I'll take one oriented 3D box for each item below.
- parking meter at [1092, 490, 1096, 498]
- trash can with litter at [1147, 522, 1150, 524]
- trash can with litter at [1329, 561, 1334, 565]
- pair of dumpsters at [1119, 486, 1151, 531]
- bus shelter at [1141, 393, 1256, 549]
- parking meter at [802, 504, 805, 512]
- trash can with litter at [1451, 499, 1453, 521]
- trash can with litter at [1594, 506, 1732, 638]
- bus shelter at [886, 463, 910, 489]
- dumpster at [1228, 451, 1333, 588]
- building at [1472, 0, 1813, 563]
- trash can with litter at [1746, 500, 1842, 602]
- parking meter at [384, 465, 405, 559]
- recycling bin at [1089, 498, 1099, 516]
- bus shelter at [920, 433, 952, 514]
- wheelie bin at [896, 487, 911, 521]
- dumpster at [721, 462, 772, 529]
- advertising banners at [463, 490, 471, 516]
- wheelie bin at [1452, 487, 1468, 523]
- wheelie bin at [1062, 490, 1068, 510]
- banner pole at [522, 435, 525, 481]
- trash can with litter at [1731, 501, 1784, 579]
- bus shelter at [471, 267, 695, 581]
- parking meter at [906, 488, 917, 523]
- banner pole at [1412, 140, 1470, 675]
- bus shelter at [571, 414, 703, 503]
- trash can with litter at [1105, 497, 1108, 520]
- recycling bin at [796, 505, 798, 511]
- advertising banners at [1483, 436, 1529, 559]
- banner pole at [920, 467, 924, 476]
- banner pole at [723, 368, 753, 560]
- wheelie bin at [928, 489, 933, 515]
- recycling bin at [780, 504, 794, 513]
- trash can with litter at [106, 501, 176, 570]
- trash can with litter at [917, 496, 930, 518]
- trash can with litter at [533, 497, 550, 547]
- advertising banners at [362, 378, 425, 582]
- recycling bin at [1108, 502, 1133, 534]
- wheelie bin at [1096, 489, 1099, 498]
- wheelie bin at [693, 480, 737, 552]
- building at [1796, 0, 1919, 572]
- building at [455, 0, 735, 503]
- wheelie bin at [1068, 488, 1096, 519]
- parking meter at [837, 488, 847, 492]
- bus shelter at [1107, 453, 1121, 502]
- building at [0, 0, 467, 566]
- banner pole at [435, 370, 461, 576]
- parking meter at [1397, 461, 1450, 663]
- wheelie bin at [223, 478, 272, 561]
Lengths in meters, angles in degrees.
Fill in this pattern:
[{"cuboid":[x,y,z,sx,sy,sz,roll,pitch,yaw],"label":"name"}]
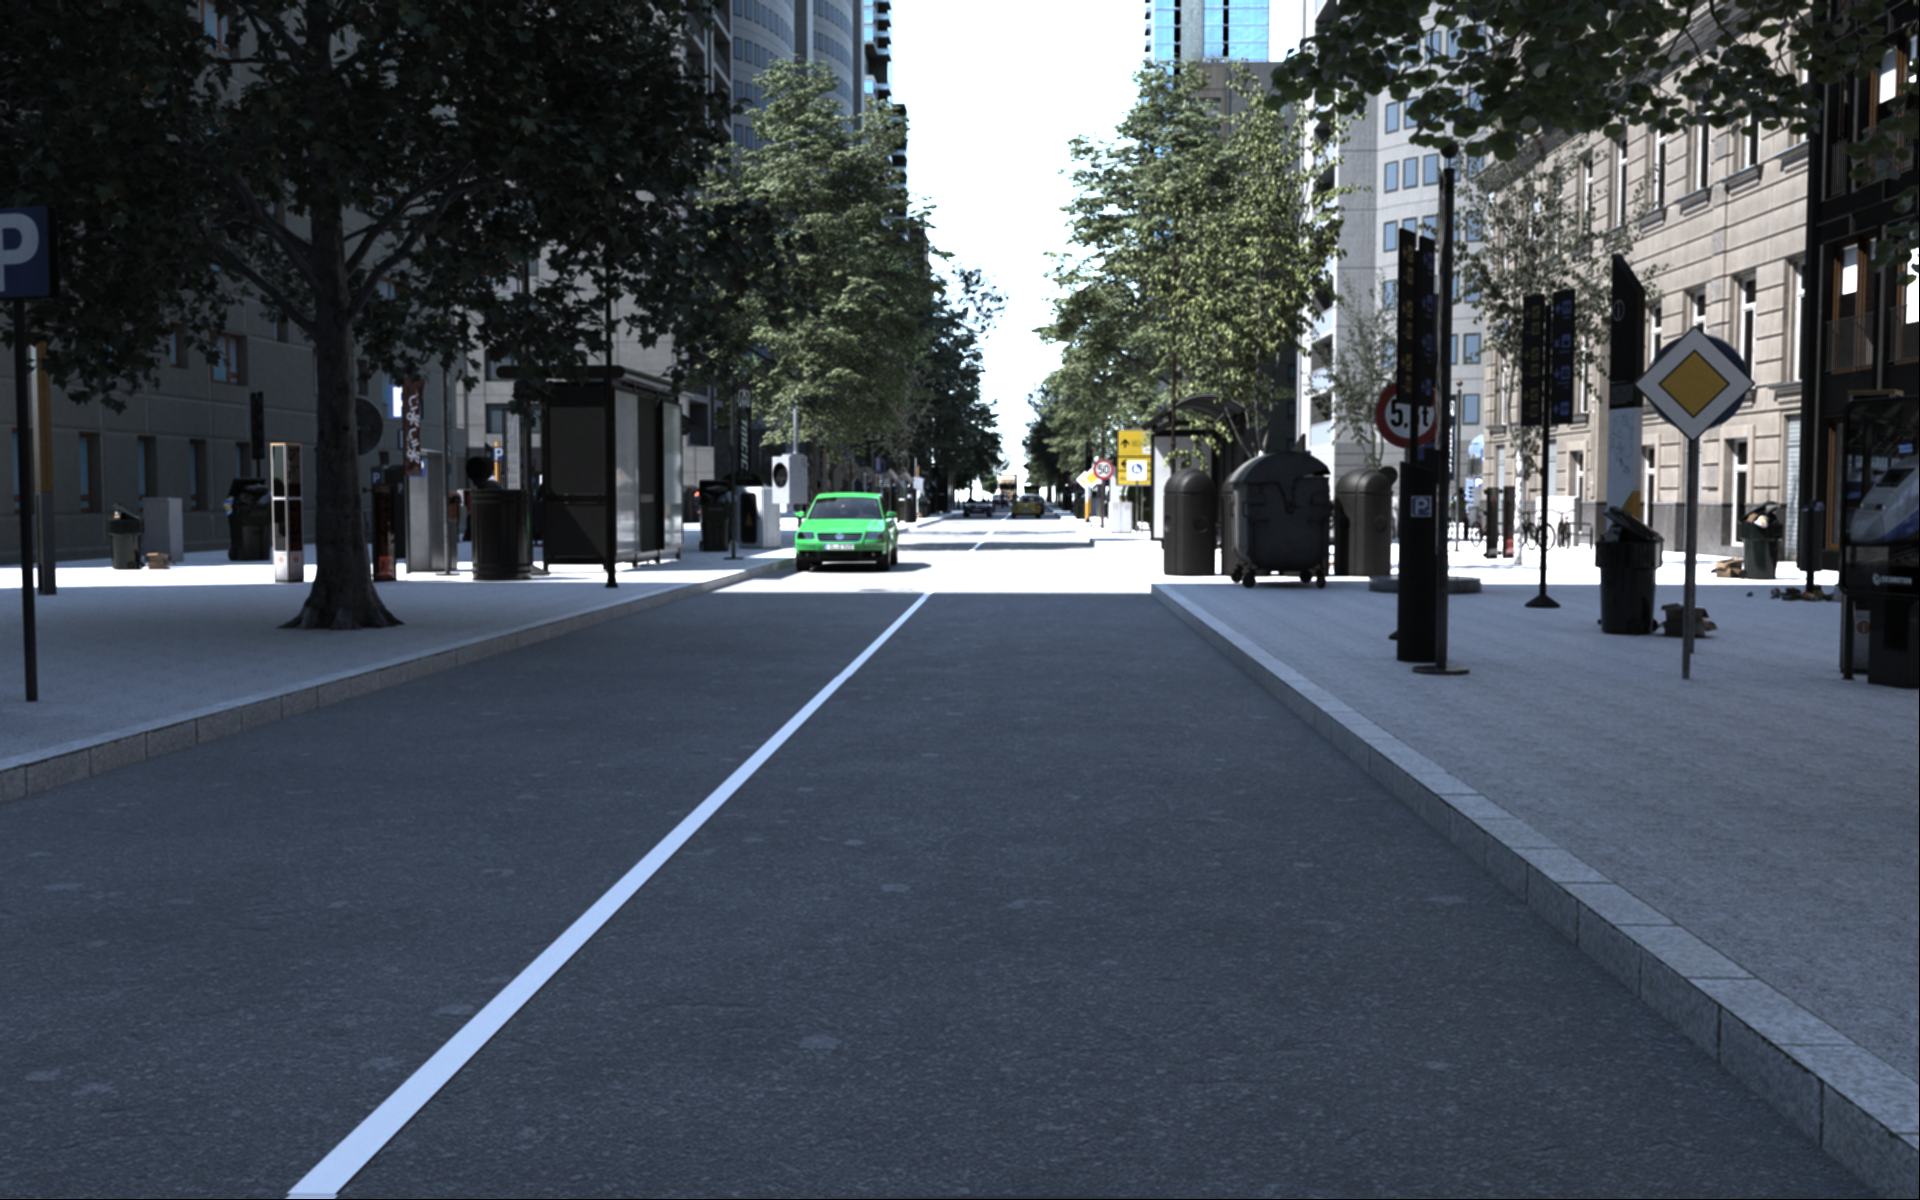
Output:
[{"cuboid":[9.341,-6.826,120.009,0.372,1.533,0.369,0,3,0],"label":"parking meter"},{"cuboid":[8.347,-3.803,73.567,0.624,1.170,1.055,-2,4,-32],"label":"trash can with litter"},{"cuboid":[6.481,-1.236,31.265,2.233,1.210,1.678,-2,4,-27],"label":"trash can with litter"},{"cuboid":[6.551,-3.607,61.469,1.574,2.255,4.437,0,4,2],"label":"pair of dumpsters"},{"cuboid":[5.108,-2.675,37.662,2.014,3.302,5.546,0,4,2],"label":"bus shelter"},{"cuboid":[-9.057,-5.694,101.501,0.372,1.533,0.369,0,3,0],"label":"parking meter"},{"cuboid":[23.486,-4.286,81.465,1.055,1.170,0.624,-3,5,-44],"label":"trash can with litter"},{"cuboid":[6.367,-0.272,15.830,1.055,1.170,0.624,3,5,41],"label":"trash can with litter"},{"cuboid":[-3.991,-7.113,110.224,2.014,3.302,5.546,0,4,2],"label":"bus shelter"},{"cuboid":[4.482,-1.132,24.261,1.264,1.857,1.865,0,4,2],"label":"dumpster"},{"cuboid":[21.474,-14.930,41.376,12.463,27.353,25.104,0,4,2],"label":"building"},{"cuboid":[10.653,-0.632,21.392,1.678,1.210,2.233,2,4,29],"label":"trash can with litter"},{"cuboid":[-11.226,-1.755,34.401,0.255,1.863,0.399,1,4,12],"label":"parking meter"},{"cuboid":[7.899,-5.532,103.006,0.722,1.027,0.722,2,4,23],"label":"recycling bin"},{"cuboid":[-1.583,-8.501,116.617,2.179,5.291,8.768,0,4,2],"label":"bus shelter"},{"cuboid":[-2.596,-4.550,82.297,0.980,1.594,0.693,2,4,32],"label":"wheelie bin"},{"cuboid":[-6.412,-3.012,51.736,1.502,2.255,1.985,0,4,2],"label":"dumpster"},{"cuboid":[-18.837,-4.310,66.664,2.074,3.025,0.090,-1,4,-17],"label":"advertising banners"},{"cuboid":[22.466,-4.265,77.645,0.693,1.594,0.980,2,4,27],"label":"wheelie bin"},{"cuboid":[8.430,-7.823,135.808,0.980,1.594,0.693,3,5,42],"label":"wheelie bin"},{"cuboid":[-13.833,-3.989,55.236,0.401,3.779,0.863,0,4,6],"label":"banner pole"},{"cuboid":[11.861,-0.905,26.184,0.624,1.170,1.055,-2,4,-31],"label":"trash can with litter"},{"cuboid":[-6.455,-3.183,29.673,2.179,5.291,8.768,0,4,2],"label":"bus shelter"},{"cuboid":[-2.147,-4.272,78.252,0.372,1.533,0.369,0,3,0],"label":"parking meter"},{"cuboid":[3.376,-1.353,12.139,0.401,3.779,0.863,1,4,21],"label":"banner pole"},{"cuboid":[-7.224,-2.723,38.445,2.014,3.302,5.546,0,4,2],"label":"bus shelter"},{"cuboid":[7.495,-4.407,83.443,1.055,1.170,0.624,-1,4,-19],"label":"trash can with litter"},{"cuboid":[-11.724,-7.096,128.566,0.722,1.027,0.722,-2,4,-26],"label":"recycling bin"},{"cuboid":[11.050,-2.364,34.841,0.090,3.025,2.074,3,5,42],"label":"advertising banners"},{"cuboid":[-3.232,-9.615,147.214,0.401,3.779,0.863,2,4,27],"label":"banner pole"},{"cuboid":[-4.346,-2.703,34.205,0.401,3.779,0.863,2,4,29],"label":"banner pole"},{"cuboid":[-2.137,-6.014,106.243,0.980,1.594,0.693,1,4,11],"label":"wheelie bin"},{"cuboid":[-11.951,-6.527,119.275,0.722,1.027,0.722,3,5,39],"label":"recycling bin"},{"cuboid":[-13.946,-1.109,29.517,1.055,1.170,0.624,-1,4,-10],"label":"trash can with litter"},{"cuboid":[-1.978,-4.913,91.708,0.624,1.170,1.055,1,4,11],"label":"trash can with litter"},{"cuboid":[-10.427,-1.925,42.523,2.233,1.210,1.678,3,4,36],"label":"trash can with litter"},{"cuboid":[-8.465,-1.783,25.333,0.090,3.025,2.074,1,4,21],"label":"advertising banners"},{"cuboid":[5.148,-2.633,55.596,0.722,1.027,0.722,0,4,1],"label":"recycling bin"},{"cuboid":[9.301,-6.641,116.483,0.693,1.594,0.980,1,4,16],"label":"wheelie bin"},{"cuboid":[-5.478,-1.892,38.841,0.980,1.594,0.693,-1,4,-13],"label":"wheelie bin"},{"cuboid":[20.269,-11.706,21.069,12.332,23.373,15.834,0,4,2],"label":"building"},{"cuboid":[-21.693,-40.361,98.155,20.563,71.187,20.611,0,4,2],"label":"building"},{"cuboid":[6.227,-4.905,88.110,0.980,1.594,0.693,1,4,22],"label":"wheelie bin"},{"cuboid":[-4.570,-3.590,67.110,0.372,1.533,0.369,0,3,0],"label":"parking meter"},{"cuboid":[7.762,-5.272,80.113,2.014,3.302,5.546,0,4,2],"label":"bus shelter"},{"cuboid":[-31.127,-12.097,42.829,28.899,21.520,27.650,0,4,2],"label":"building"},{"cuboid":[-8.102,-2.286,27.391,0.401,3.779,0.863,-1,4,-8],"label":"banner pole"},{"cuboid":[3.561,-0.299,13.307,0.372,1.533,0.369,0,3,0],"label":"parking meter"},{"cuboid":[-13.669,-1.562,33.442,0.693,1.594,0.980,3,4,38],"label":"wheelie bin"}]
